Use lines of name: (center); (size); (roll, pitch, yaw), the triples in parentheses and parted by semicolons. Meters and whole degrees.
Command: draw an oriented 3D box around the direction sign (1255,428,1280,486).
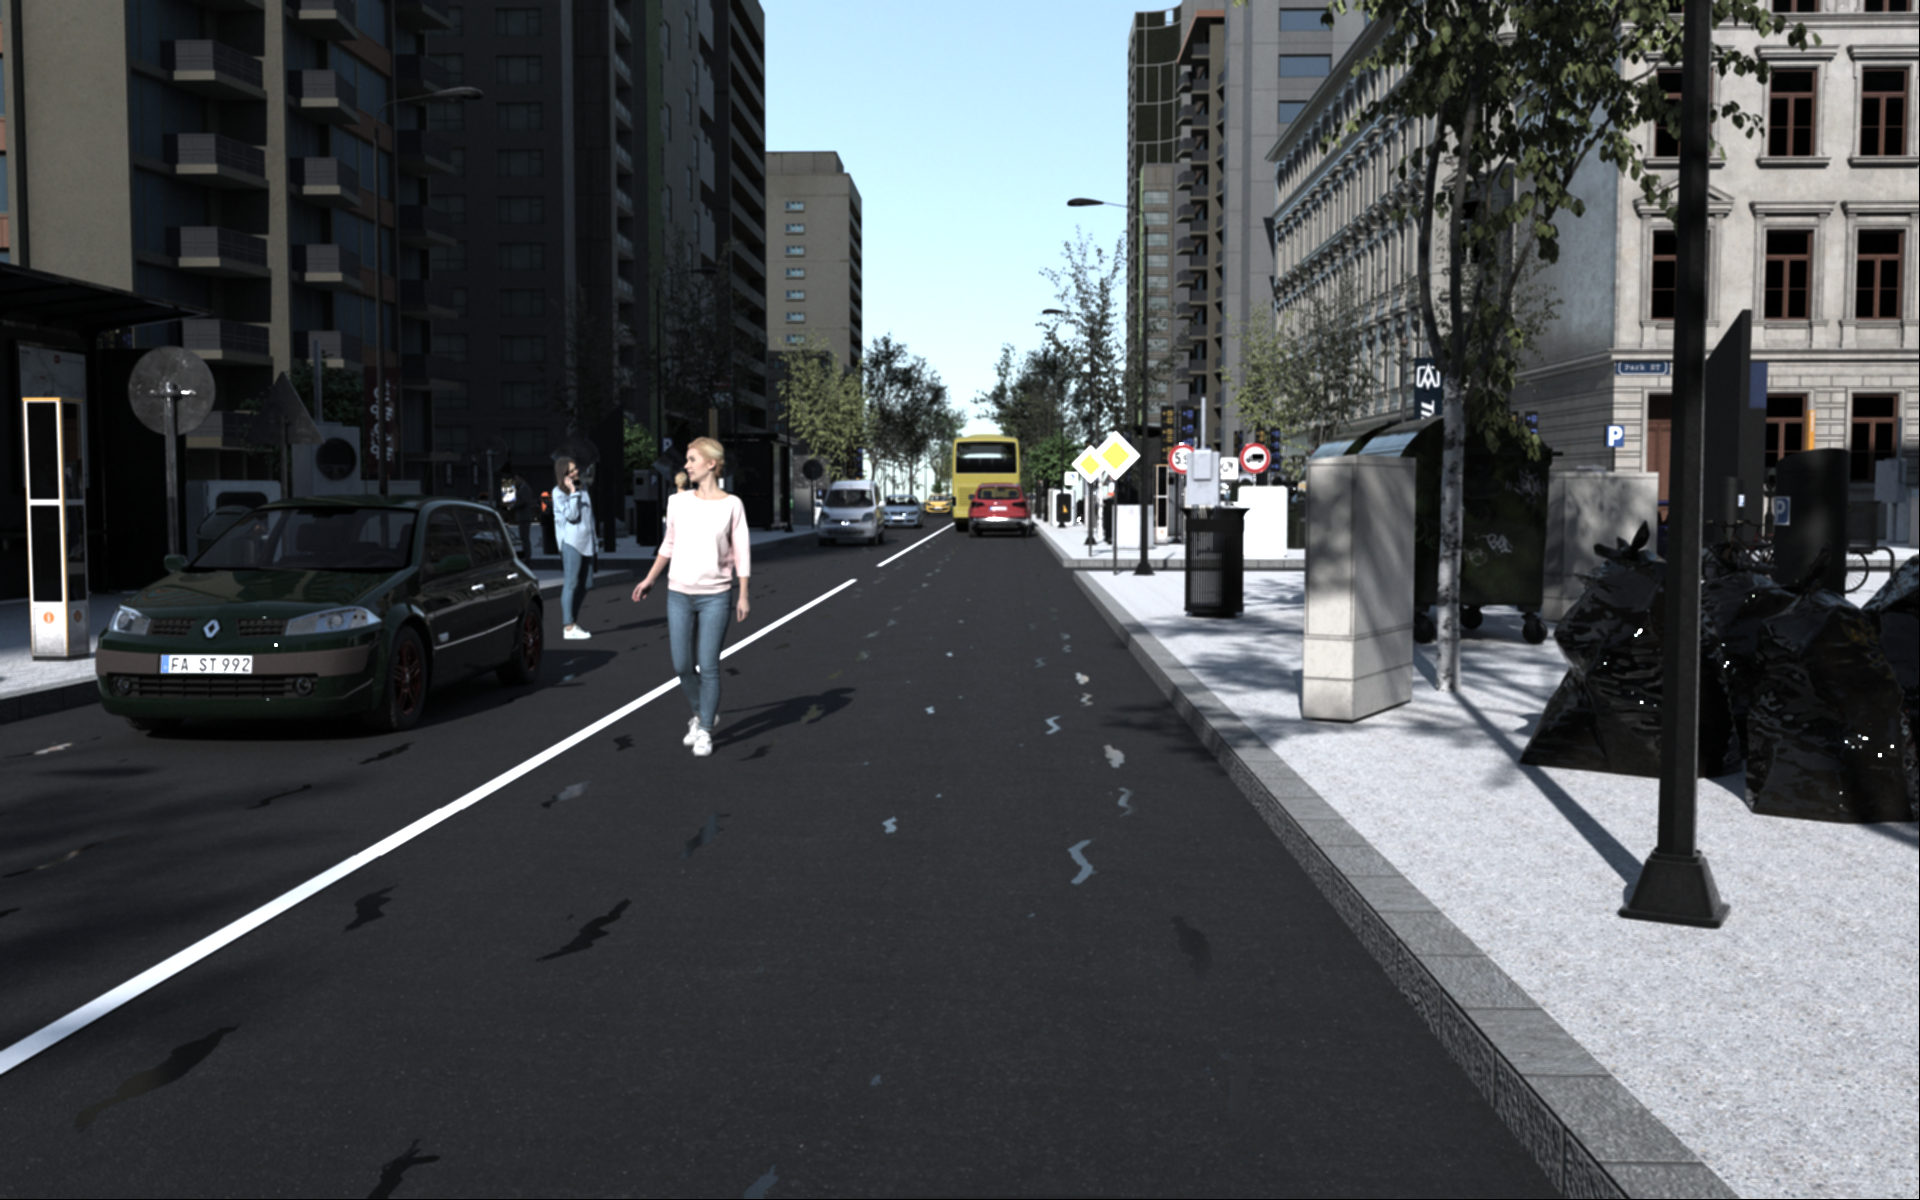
direction sign: (10.476, -4.102, 59.057); (0.876, 3.537, 0.379); (-1, 4, -9)

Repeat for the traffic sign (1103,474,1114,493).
traffic sign: (9.512, -6.768, 110.655); (0.884, 2.594, 0.081); (0, 4, 7)

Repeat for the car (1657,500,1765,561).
car: (12.482, -1.169, 31.690); (3.894, 1.354, 1.945); (0, 4, 2)

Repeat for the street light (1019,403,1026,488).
street light: (3.866, -7.064, 88.042); (1.470, 5.913, 1.316); (0, 4, 1)

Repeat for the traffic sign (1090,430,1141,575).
traffic sign: (2.454, -1.452, 27.376); (0.795, 2.450, 0.064); (0, 4, 1)

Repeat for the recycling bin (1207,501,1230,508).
recycling bin: (9.031, -2.934, 60.522); (0.722, 1.027, 0.722); (2, 4, 33)

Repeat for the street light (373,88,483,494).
street light: (-6.147, -2.901, 19.972); (1.470, 5.913, 1.316); (0, 4, 1)

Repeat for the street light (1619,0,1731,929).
street light: (1.643, -1.993, 5.131); (1.470, 5.913, 1.316); (0, 4, 1)

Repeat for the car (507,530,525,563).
car: (-9.815, -1.264, 30.451); (4.222, 1.686, 2.009); (0, 4, 3)

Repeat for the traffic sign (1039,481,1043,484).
traffic sign: (4.734, -5.862, 95.845); (0.884, 2.594, 0.081); (0, 4, 2)

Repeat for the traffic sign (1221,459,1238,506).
traffic sign: (7.545, -2.864, 48.950); (0.606, 2.300, 0.079); (0, 4, 2)

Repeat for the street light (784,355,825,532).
street light: (-5.198, -5.220, 57.890); (1.470, 5.913, 1.316); (0, 4, 1)

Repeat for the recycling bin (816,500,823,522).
recycling bin: (-6.807, -4.140, 80.241); (0.722, 1.027, 0.722); (-1, 4, -22)

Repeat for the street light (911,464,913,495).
street light: (-3.748, -8.531, 112.026); (1.470, 5.913, 1.316); (0, 4, 1)

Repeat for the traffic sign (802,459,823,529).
traffic sign: (-5.417, -3.893, 63.755); (0.768, 2.556, 0.104); (0, 4, 2)

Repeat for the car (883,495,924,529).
car: (-2.501, -3.756, 73.419); (2.014, 1.417, 4.499); (0, 4, 1)

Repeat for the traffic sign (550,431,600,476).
traffic sign: (-6.137, -1.467, 27.620); (0.795, 2.450, 0.064); (0, 4, 1)

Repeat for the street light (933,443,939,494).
street light: (-2.568, -11.282, 156.999); (1.470, 5.913, 1.316); (0, 4, 1)

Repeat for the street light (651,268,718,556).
street light: (-5.664, -3.862, 35.692); (1.470, 5.913, 1.316); (0, 4, 1)

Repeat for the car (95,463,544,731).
car: (-4.126, -0.118, 11.723); (2.009, 1.686, 4.222); (0, 4, 3)

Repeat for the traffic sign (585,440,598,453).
traffic sign: (-8.795, -2.463, 40.370); (0.768, 2.556, 0.104); (1, 4, 11)

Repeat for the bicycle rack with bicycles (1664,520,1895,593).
bicycle rack with bicycles: (10.771, -0.588, 23.002); (2.925, 0.926, 2.852); (0, 4, -4)

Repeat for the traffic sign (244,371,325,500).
traffic sign: (-7.172, -1.124, 18.384); (0.884, 2.594, 0.081); (0, 4, 4)

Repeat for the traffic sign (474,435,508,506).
traffic sign: (-10.096, -2.272, 37.257); (0.768, 2.556, 0.104); (1, 4, 11)

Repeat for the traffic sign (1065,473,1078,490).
traffic sign: (5.172, -4.792, 80.484); (0.606, 2.300, 0.079); (0, 4, 4)

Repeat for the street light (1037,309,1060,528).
street light: (2.756, -4.344, 43.570); (1.470, 5.913, 1.316); (0, 4, 1)

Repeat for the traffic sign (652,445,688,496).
traffic sign: (-5.928, -1.955, 35.602); (0.795, 2.450, 0.064); (0, 4, 1)

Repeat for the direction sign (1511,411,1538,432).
direction sign: (15.334, -3.388, 47.386); (0.876, 3.537, 0.379); (0, 4, 3)

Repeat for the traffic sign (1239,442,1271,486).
traffic sign: (7.283, -2.614, 42.843); (0.768, 2.556, 0.104); (0, 4, 2)

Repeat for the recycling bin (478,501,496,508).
recycling bin: (-18.077, -3.244, 65.586); (0.722, 1.027, 0.722); (2, 4, 31)

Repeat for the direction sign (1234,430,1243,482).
direction sign: (9.950, -4.281, 61.985); (0.379, 3.537, 0.876); (-1, 4, -9)

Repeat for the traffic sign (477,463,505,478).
traffic sign: (-10.622, -2.390, 39.186); (0.768, 2.556, 0.104); (1, 4, 10)

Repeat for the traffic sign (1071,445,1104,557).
traffic sign: (2.663, -1.940, 35.358); (0.795, 2.450, 0.064); (0, 4, 1)

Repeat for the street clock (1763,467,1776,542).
street clock: (21.887, -2.584, 46.816); (0.471, 2.002, 0.358); (-2, 4, -24)

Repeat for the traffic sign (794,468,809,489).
traffic sign: (-7.715, -5.159, 84.460); (0.768, 2.556, 0.104); (0, 4, 7)

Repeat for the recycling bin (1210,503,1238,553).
recycling bin: (6.012, -1.542, 37.764); (0.722, 1.027, 0.722); (-2, 4, -24)

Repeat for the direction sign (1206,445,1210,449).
direction sign: (11.001, -5.333, 79.194); (0.876, 3.537, 0.379); (0, 4, -5)

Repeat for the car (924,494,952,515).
car: (-1.520, -6.835, 121.975); (2.015, 1.641, 3.980); (0, 4, 0)

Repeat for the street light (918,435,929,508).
street light: (-3.173, -9.889, 134.221); (1.470, 5.913, 1.316); (0, 4, 1)

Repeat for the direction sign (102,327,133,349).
direction sign: (-11.106, -1.892, 22.926); (0.379, 3.537, 0.876); (0, 4, -3)

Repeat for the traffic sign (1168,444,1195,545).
traffic sign: (5.644, -2.674, 43.822); (0.768, 2.556, 0.104); (0, 4, 7)

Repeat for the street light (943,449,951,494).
street light: (-1.977, -12.639, 179.194); (1.470, 5.913, 1.316); (0, 4, 1)

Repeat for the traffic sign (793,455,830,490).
traffic sign: (-7.897, -5.922, 90.694); (2.265, 3.308, 0.079); (1, 4, 9)

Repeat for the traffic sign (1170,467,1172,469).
traffic sign: (8.571, -4.138, 67.763); (0.768, 2.556, 0.104); (1, 4, 11)

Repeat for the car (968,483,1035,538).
car: (1.391, -3.060, 58.708); (2.281, 1.827, 5.304); (0, 4, 3)

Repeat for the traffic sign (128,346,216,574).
traffic sign: (-6.798, -0.907, 14.943); (0.768, 2.556, 0.104); (0, 4, 3)

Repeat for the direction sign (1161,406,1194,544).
direction sign: (5.581, -3.214, 44.542); (0.876, 3.537, 0.379); (-1, 4, -11)

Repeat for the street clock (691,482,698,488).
street clock: (-12.778, -4.860, 84.027); (0.471, 2.002, 0.358); (-1, 4, -17)

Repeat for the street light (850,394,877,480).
street light: (-4.541, -6.615, 80.693); (1.470, 5.913, 1.316); (0, 4, 1)

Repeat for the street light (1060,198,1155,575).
street light: (2.379, -3.351, 27.322); (1.470, 5.913, 1.316); (0, 4, 1)

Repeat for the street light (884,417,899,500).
street light: (-3.986, -8.062, 104.348); (1.470, 5.913, 1.316); (0, 4, 1)

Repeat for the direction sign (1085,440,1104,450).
direction sign: (5.642, -4.943, 72.810); (0.876, 3.537, 0.379); (-2, 4, -24)

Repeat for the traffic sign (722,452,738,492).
traffic sign: (-6.990, -3.144, 51.508); (0.768, 2.556, 0.104); (0, 4, 3)

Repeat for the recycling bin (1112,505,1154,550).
recycling bin: (4.006, -1.685, 40.098); (0.722, 1.027, 0.722); (3, 5, 39)

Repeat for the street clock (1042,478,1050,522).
street clock: (3.968, -4.600, 79.785); (0.358, 2.002, 0.471); (1, 4, 17)

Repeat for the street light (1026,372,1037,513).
street light: (3.337, -5.702, 65.765); (1.470, 5.913, 1.316); (0, 4, 1)

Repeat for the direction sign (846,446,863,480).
direction sign: (-4.984, -5.503, 81.974); (0.876, 3.537, 0.379); (2, 4, 27)

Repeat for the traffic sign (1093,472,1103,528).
traffic sign: (5.042, -3.964, 64.916); (0.768, 2.556, 0.104); (0, 4, 2)
